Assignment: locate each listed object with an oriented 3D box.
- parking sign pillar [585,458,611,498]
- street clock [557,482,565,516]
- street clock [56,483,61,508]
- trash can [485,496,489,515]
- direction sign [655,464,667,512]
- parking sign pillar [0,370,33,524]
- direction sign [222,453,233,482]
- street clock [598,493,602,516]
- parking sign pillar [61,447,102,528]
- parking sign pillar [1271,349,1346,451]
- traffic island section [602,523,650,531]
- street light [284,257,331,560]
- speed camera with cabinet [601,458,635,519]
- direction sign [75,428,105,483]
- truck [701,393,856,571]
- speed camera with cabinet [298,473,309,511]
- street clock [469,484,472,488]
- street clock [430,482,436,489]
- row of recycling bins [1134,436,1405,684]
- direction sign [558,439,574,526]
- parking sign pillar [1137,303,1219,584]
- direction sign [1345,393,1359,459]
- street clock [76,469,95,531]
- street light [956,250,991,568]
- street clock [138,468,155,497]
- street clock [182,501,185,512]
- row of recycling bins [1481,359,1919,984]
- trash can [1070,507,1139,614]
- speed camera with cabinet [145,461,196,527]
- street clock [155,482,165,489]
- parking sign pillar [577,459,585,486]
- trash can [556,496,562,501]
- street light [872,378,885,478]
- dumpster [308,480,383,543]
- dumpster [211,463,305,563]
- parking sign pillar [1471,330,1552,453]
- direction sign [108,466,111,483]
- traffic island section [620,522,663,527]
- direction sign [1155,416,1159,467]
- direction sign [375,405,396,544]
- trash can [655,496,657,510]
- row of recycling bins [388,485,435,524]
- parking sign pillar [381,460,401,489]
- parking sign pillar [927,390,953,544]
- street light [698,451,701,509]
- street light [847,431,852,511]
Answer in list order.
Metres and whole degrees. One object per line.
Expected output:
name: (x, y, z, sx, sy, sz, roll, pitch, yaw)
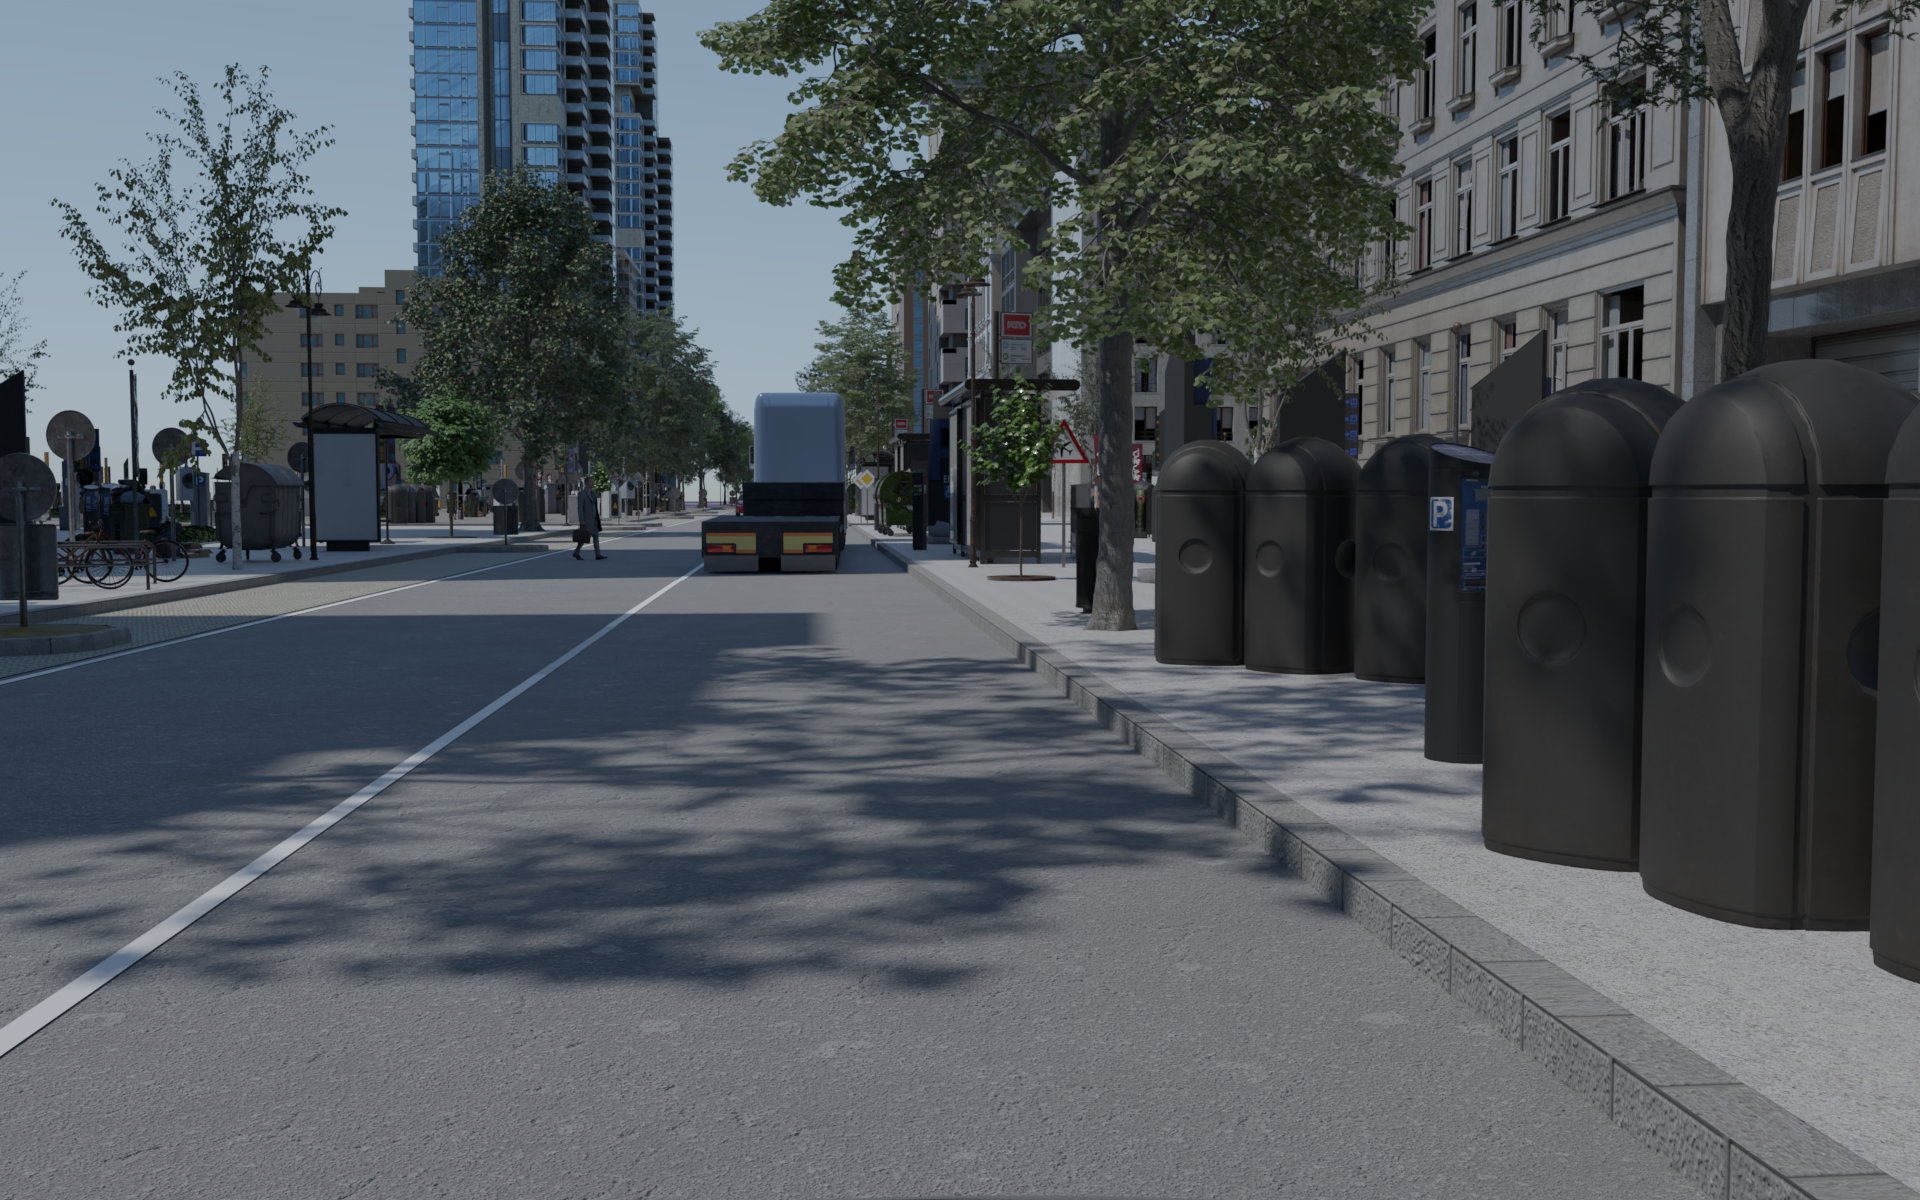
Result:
parking sign pillar: (-25.856, -8.345, 124.910, 1.447, 3.967, 1.447, 0, 4, 8)
street clock: (-23.672, -6.041, 103.341, 0.358, 2.002, 0.471, 2, 4, 34)
street clock: (-58.262, -6.566, 111.921, 0.358, 2.002, 0.471, -1, 4, -16)
trash can: (-29.157, -5.761, 105.852, 0.748, 1.137, 0.748, 0, 3, 0)
direction sign: (-21.574, -8.126, 124.861, 0.876, 3.537, 0.379, 0, 4, 6)
parking sign pillar: (-20.961, -3.007, 37.632, 1.447, 3.967, 1.447, -1, 4, -15)
direction sign: (-40.849, -6.414, 96.870, 0.379, 3.537, 0.876, 2, 4, 31)
street clock: (-21.100, -5.948, 101.824, 0.471, 2.002, 0.358, 0, 4, -1)
parking sign pillar: (-33.564, -4.754, 66.193, 1.447, 3.967, 1.447, -1, 4, -13)
parking sign pillar: (6.458, -2.672, 32.163, 1.447, 3.967, 1.447, -1, 4, -12)
traffic island section: (-13.558, -2.842, 68.752, 2.009, 0.180, 2.903, 0, 4, -5)
street light: (-12.552, -3.712, 33.480, 0.468, 5.910, 1.993, 0, 4, -5)
speed camera with cabinet: (-18.081, -5.951, 91.634, 0.660, 3.252, 2.038, 2, 4, 30)
direction sign: (-30.132, -4.151, 59.862, 0.876, 3.537, 0.379, 0, 4, 4)
truck: (-3.932, -3.083, 40.173, 2.967, 4.110, 18.799, 0, 4, -3)
speed camera with cabinet: (-34.356, -5.833, 89.699, 2.038, 3.252, 0.660, 0, 4, 1)
street clock: (-35.173, -7.305, 124.010, 0.358, 2.002, 0.471, 1, 4, 22)
street clock: (-32.633, -6.270, 107.084, 0.471, 2.002, 0.358, 0, 4, -2)
row of recycling bins: (2.902, -0.321, 12.355, 3.534, 1.692, 1.069, 3, 5, 40)
direction sign: (-15.718, -4.716, 69.112, 0.876, 3.537, 0.379, 3, 4, 36)
parking sign pillar: (3.306, -2.244, 25.158, 1.447, 3.967, 1.447, 0, 4, -5)
direction sign: (8.536, -2.877, 39.035, 0.876, 3.537, 0.379, 2, 4, 29)
street clock: (-25.153, -2.770, 49.856, 0.471, 2.002, 0.358, -1, 4, -21)
street light: (0.229, -3.506, 30.114, 0.468, 5.910, 1.993, 0, 4, -5)
street clock: (-22.667, -2.661, 48.085, 0.358, 2.002, 0.471, -1, 4, -22)
street clock: (-43.282, -5.616, 96.392, 0.358, 2.002, 0.471, -1, 4, -16)
row of recycling bins: (2.818, 0.131, 4.970, 1.069, 1.692, 3.534, -1, 4, -23)
trash can: (1.554, -0.430, 18.683, 0.748, 1.137, 0.748, 0, 3, 0)
speed camera with cabinet: (-26.673, -3.908, 58.234, 2.038, 3.252, 0.660, -3, 5, -39)
street clock: (-46.335, -5.875, 100.623, 0.358, 2.002, 0.471, -1, 4, -10)
parking sign pillar: (-29.501, -8.991, 135.474, 1.447, 3.967, 1.447, 1, 4, 9)
trash can: (-28.656, -6.827, 123.276, 0.748, 1.137, 0.748, 0, 3, 0)
street light: (-3.266, -5.895, 69.177, 0.468, 5.910, 1.993, 0, 4, -5)
dumpster: (-16.253, -2.650, 45.820, 1.502, 2.255, 1.985, 0, 4, -5)
dumpster: (-13.408, -1.672, 33.099, 1.264, 1.857, 1.865, 0, 4, -5)
parking sign pillar: (9.253, -2.483, 29.067, 1.447, 3.967, 1.447, -3, 5, -43)
direction sign: (-69.864, -9.146, 141.537, 0.876, 3.537, 0.379, -1, 4, -22)
traffic island section: (-14.262, -3.329, 76.707, 2.009, 0.180, 2.903, 0, 4, -5)
direction sign: (6.062, -3.546, 49.982, 0.876, 3.537, 0.379, 0, 4, 1)
direction sign: (-14.688, -3.201, 44.339, 0.379, 3.537, 0.876, 1, 4, 12)
trash can: (-20.545, -6.344, 115.373, 0.748, 1.137, 0.748, 0, 3, 0)
row of recycling bins: (-24.254, -4.243, 76.483, 1.069, 1.692, 3.534, 1, 4, 8)
parking sign pillar: (-35.504, -7.318, 108.118, 1.447, 3.967, 1.447, 2, 4, 31)
parking sign pillar: (-0.167, -3.439, 44.694, 1.447, 3.967, 1.447, 2, 4, 29)
street light: (-23.022, -11.026, 153.067, 0.468, 5.910, 1.993, 0, 4, -5)
street light: (-7.162, -8.554, 112.641, 0.468, 5.910, 1.993, 0, 4, -5)
